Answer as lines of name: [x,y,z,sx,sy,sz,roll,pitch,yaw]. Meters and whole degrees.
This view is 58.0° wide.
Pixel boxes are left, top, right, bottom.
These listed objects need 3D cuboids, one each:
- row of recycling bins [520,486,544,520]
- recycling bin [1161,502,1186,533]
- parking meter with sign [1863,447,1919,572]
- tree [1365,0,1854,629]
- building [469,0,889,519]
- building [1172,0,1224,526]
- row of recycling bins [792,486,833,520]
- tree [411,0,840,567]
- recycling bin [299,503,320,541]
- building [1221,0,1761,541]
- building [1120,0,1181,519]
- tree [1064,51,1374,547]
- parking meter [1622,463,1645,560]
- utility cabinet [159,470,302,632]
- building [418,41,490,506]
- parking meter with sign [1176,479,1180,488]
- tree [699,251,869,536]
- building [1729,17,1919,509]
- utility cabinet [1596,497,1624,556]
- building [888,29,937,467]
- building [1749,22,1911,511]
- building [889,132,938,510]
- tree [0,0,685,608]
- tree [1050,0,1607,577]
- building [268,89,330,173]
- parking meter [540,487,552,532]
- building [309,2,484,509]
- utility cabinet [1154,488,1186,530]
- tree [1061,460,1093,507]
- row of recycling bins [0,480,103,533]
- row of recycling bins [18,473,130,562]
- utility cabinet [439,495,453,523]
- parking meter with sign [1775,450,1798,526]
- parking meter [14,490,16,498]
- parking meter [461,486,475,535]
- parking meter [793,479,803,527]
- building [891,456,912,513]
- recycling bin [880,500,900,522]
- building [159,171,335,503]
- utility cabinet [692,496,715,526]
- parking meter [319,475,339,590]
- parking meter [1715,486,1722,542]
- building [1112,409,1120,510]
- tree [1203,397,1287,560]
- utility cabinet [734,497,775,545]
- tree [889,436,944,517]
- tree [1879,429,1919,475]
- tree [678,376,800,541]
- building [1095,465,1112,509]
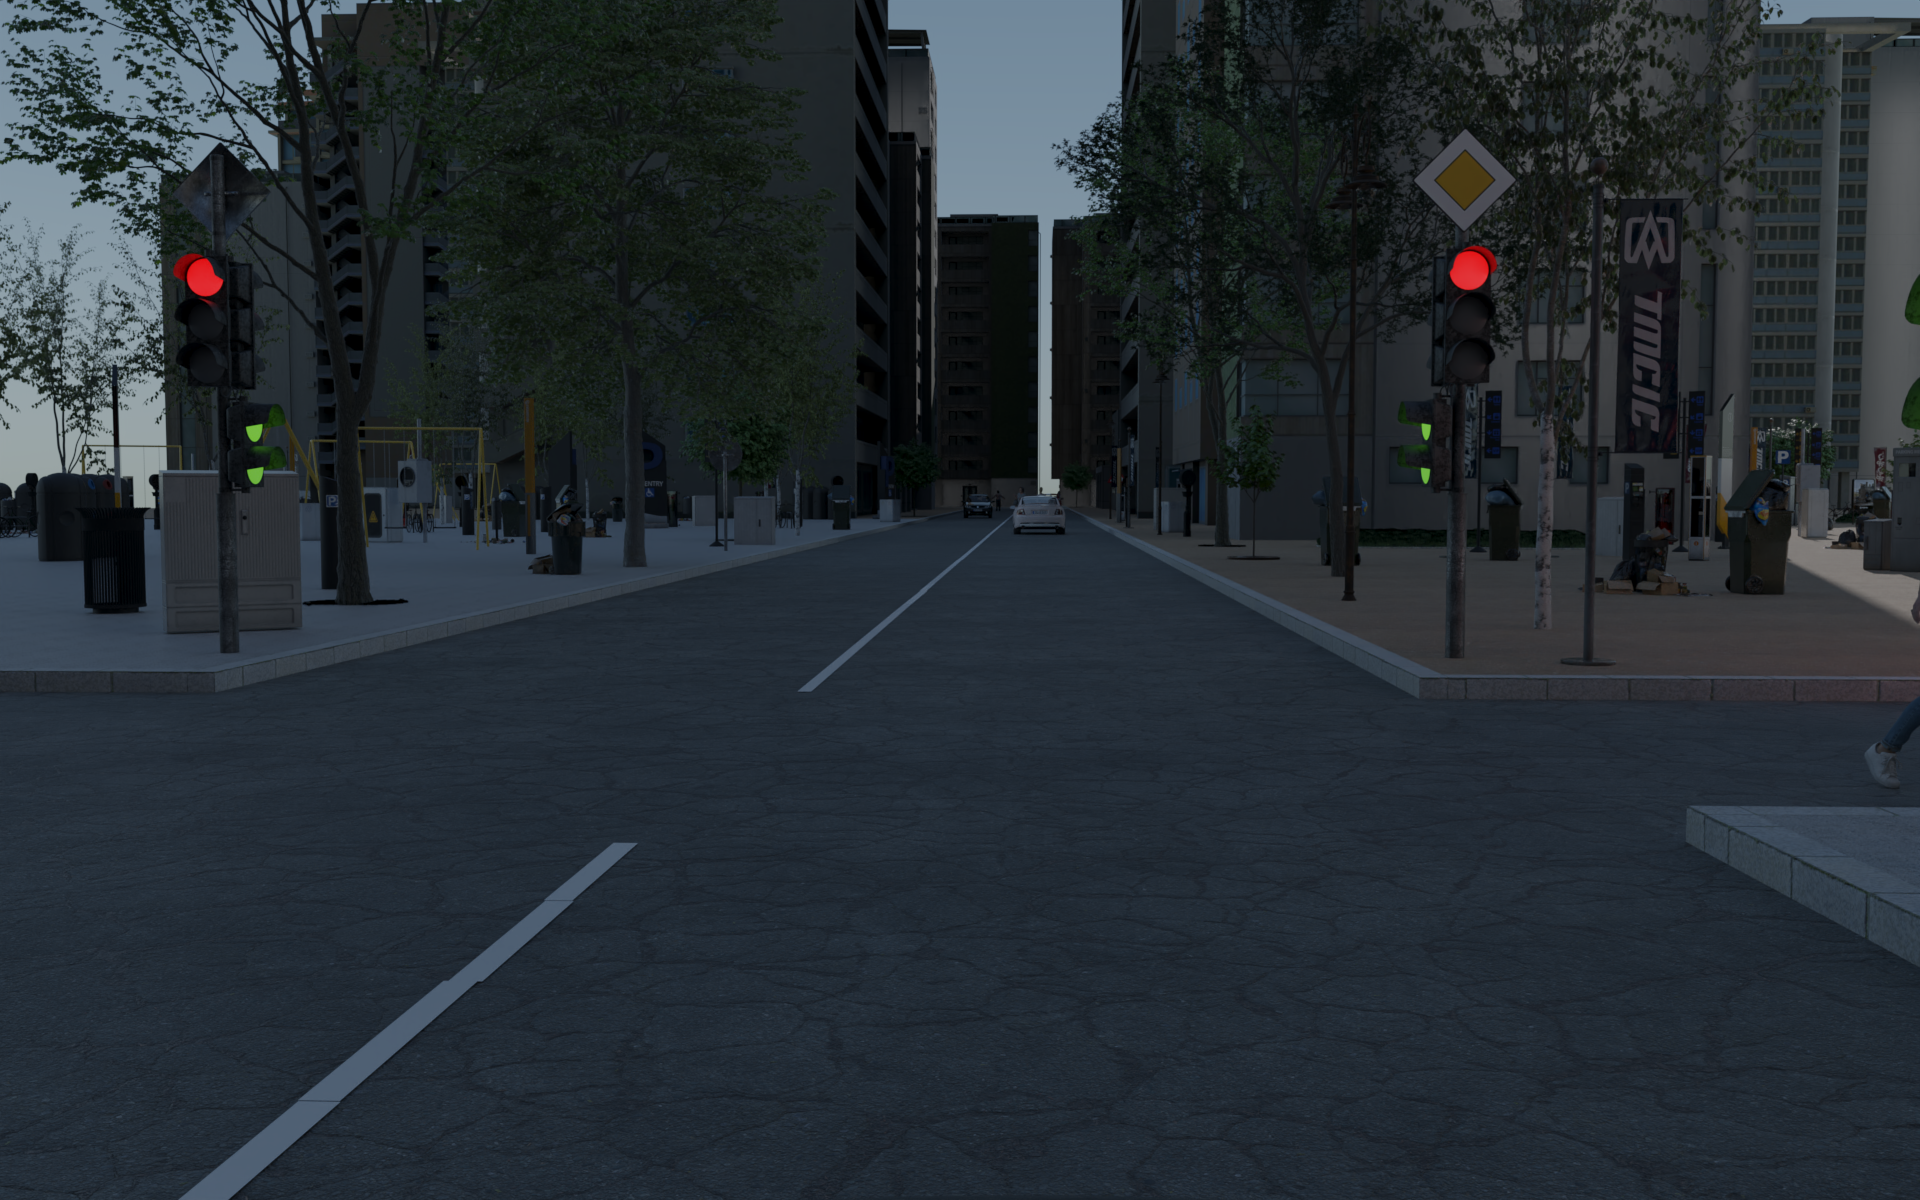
row of recycling bins: [-21.431,-4.854,86.470,1.069,1.692,3.534,0,4,7]
recycling bin: [7.143,-2.779,57.997,0.722,1.027,0.722,-1,4,-20]
parking meter with sign: [15.807,-1.974,28.539,0.543,3.016,1.738,-2,4,-27]
tree: [5.782,-4.027,16.198,4.360,8.622,3.978,0,3,0]
building: [-15.633,-29.113,99.695,21.300,48.544,21.600,0,4,3]
building: [16.885,-26.008,75.344,14.600,45.320,14.200,0,4,3]
row of recycling bins: [-7.201,-4.915,87.476,3.534,1.692,1.069,3,5,44]
tree: [-6.145,-6.867,30.409,7.486,12.596,7.792,0,3,0]
recycling bin: [-17.919,-2.162,47.896,0.722,1.027,0.722,-3,4,-36]
building: [15.088,-22.620,53.426,14.154,41.232,14.086,0,4,3]
building: [20.374,-29.045,98.593,21.300,48.544,21.600,0,4,3]
tree: [6.226,-7.104,41.902,9.928,11.665,9.643,0,3,0]
parking meter: [12.690,-1.647,32.635,0.255,1.863,0.399,0,4,-1]
utility cabinet: [-6.800,-0.458,16.172,1.173,1.500,0.318,-2,4,-31]
building: [-28.913,-27.889,147.869,23.993,40.220,32.217,0,4,3]
parking meter with sign: [11.065,-5.464,85.593,0.543,3.016,1.738,-2,4,-29]
tree: [-4.956,-6.302,53.405,4.737,8.622,4.395,0,3,0]
building: [78.276,-28.676,152.441,14.086,41.232,14.154,0,4,3]
utility cabinet: [13.642,-1.513,35.897,0.306,1.237,1.020,-1,4,-21]
building: [-9.155,-28.889,155.926,14.086,41.232,14.154,0,4,3]
building: [58.533,-27.629,143.621,23.993,40.220,32.217,0,4,3]
building: [-9.412,-22.428,138.400,14.160,30.474,14.107,0,4,3]
tree: [-7.030,-5.763,19.982,9.928,11.665,9.643,0,3,0]
tree: [5.880,-5.662,26.981,8.767,10.594,7.601,-1,4,-10]
building: [-58.805,-32.600,187.636,28.867,44.769,22.147,0,4,3]
parking meter: [-13.916,-3.047,58.227,0.372,1.533,0.369,0,3,0]
building: [-48.751,-30.997,156.912,14.200,45.320,14.600,0,4,3]
utility cabinet: [7.434,-3.206,61.099,1.173,1.500,0.318,-1,4,-12]
tree: [11.176,-11.148,165.984,4.285,4.588,4.351,0,3,0]
row of recycling bins: [-32.883,-3.365,62.123,3.534,1.692,1.069,-1,4,-21]
row of recycling bins: [-17.489,-1.678,34.546,1.069,1.692,3.534,-1,4,-9]
utility cabinet: [-22.639,-3.985,76.312,0.306,1.237,1.020,-2,4,-32]
parking meter with sign: [33.204,-4.478,69.472,0.543,3.016,1.738,3,5,39]
parking meter: [-47.181,-4.795,86.810,0.372,1.533,0.369,0,3,0]
parking meter: [-15.349,-2.790,54.035,0.372,1.533,0.369,0,3,0]
parking meter: [-6.372,-3.809,67.988,0.255,1.863,0.399,-2,4,-32]
building: [-13.926,-41.698,120.014,20.563,71.187,20.611,0,4,3]
recycling bin: [-3.211,-4.102,79.616,0.722,1.027,0.722,2,4,28]
building: [-62.862,-23.666,158.644,14.107,30.474,14.160,0,4,3]
utility cabinet: [-10.237,-3.573,69.572,1.020,1.237,0.306,-2,4,-34]
parking meter: [-8.446,-0.917,23.399,0.372,1.533,0.369,0,3,0]
parking meter: [20.400,-2.318,46.310,0.372,1.533,0.369,0,3,0]
building: [22.938,-49.611,123.811,22.319,86.520,31.000,0,4,3]
tree: [5.876,-2.416,34.095,1.663,3.219,1.824,0,3,0]
utility cabinet: [-5.197,-1.997,43.812,1.020,1.237,0.306,1,4,16]
tree: [-2.623,-6.988,97.968,4.285,4.588,4.351,0,3,0]
tree: [27.824,-3.431,50.706,1.663,3.219,1.824,0,3,0]
tree: [-5.960,-3.911,47.655,4.285,4.588,4.351,0,3,0]
building: [22.519,-43.537,150.080,20.563,71.187,20.611,0,4,3]
